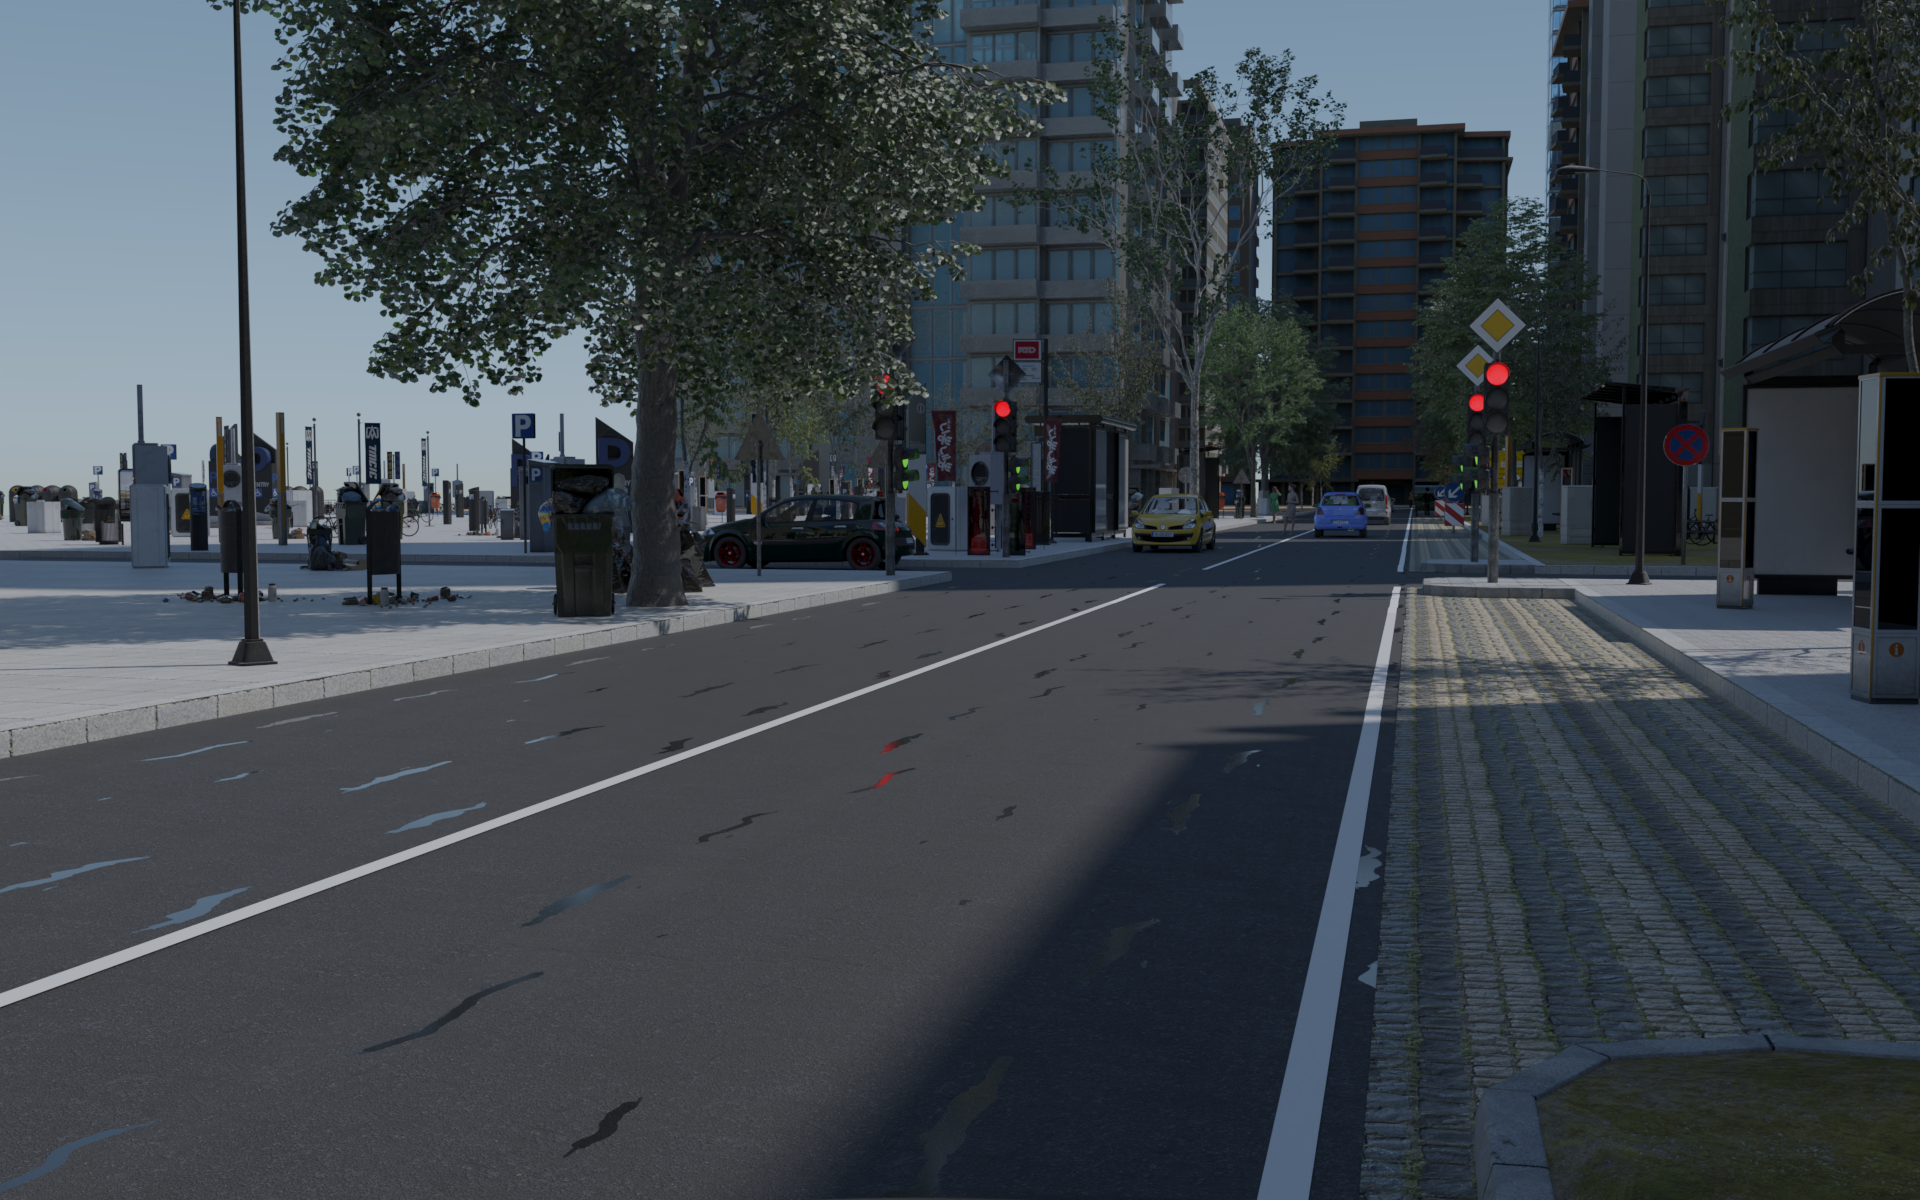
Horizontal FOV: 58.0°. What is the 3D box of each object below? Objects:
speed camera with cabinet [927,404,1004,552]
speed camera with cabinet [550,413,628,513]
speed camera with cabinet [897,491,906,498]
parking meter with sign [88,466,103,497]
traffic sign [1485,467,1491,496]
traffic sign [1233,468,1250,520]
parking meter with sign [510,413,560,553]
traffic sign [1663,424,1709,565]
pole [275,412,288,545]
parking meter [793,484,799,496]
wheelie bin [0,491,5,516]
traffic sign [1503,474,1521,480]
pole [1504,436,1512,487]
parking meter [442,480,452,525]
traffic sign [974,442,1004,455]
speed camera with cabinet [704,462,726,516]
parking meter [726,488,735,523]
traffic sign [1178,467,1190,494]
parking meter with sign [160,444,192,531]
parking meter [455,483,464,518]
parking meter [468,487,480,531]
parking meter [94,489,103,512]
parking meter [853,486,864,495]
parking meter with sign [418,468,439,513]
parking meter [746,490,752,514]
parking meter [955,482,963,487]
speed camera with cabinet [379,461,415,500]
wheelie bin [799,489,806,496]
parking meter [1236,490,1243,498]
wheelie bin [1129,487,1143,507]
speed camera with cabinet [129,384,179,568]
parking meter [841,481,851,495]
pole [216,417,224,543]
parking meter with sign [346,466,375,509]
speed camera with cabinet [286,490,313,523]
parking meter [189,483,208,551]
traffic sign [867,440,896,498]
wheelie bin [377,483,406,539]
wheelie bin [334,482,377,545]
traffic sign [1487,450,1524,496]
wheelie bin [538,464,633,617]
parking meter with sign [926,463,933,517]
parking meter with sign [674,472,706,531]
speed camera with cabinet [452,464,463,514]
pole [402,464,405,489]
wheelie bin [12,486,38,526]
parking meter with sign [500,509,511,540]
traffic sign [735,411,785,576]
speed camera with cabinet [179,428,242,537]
[{"bbox_3d":[0.146,-2.713,38.695,0.660,3.252,2.038,-3,5,-44],"label":"speed camera with cabinet"},{"bbox_3d":[-9.067,-2.935,42.321,2.038,3.252,0.660,2,4,31],"label":"speed camera with cabinet"},{"bbox_3d":[-2.508,-5.508,84.386,0.660,3.252,2.038,1,4,16],"label":"speed camera with cabinet"},{"bbox_3d":[-53.364,-6.754,106.692,0.543,3.016,1.738,0,4,-8],"label":"parking meter with sign"},{"bbox_3d":[23.687,-4.763,77.983,0.768,2.556,0.104,1,4,21],"label":"traffic sign"},{"bbox_3d":[14.117,-5.314,86.889,0.884,2.594,0.081,1,4,16],"label":"traffic sign"},{"bbox_3d":[-9.135,-2.564,38.190,0.543,3.016,1.738,1,4,19],"label":"parking meter with sign"},{"bbox_3d":[13.159,-1.916,31.433,0.768,2.556,0.104,1,4,22],"label":"traffic sign"},{"bbox_3d":[-16.928,-3.019,43.209,0.158,3.312,0.155,0,3,0],"label":"pole"},{"bbox_3d":[-9.524,-5.772,100.085,0.399,1.863,0.255,3,5,44],"label":"parking meter"},{"bbox_3d":[-55.620,-5.636,100.048,0.693,1.594,0.980,0,4,-1],"label":"wheelie bin"},{"bbox_3d":[25.416,-4.811,79.853,0.795,2.450,0.064,1,4,20],"label":"traffic sign"},{"bbox_3d":[19.278,-4.105,60.965,0.158,3.312,0.155,0,3,0],"label":"pole"},{"bbox_3d":[-21.595,-4.112,72.938,0.255,1.863,0.399,0,4,4],"label":"parking meter"},{"bbox_3d":[0.694,-2.564,42.029,0.768,2.556,0.104,1,4,18],"label":"traffic sign"},{"bbox_3d":[-14.613,-6.701,103.892,2.038,3.252,0.660,2,4,30],"label":"speed camera with cabinet"},{"bbox_3d":[-9.498,-3.875,71.768,0.372,1.533,0.369,0,3,0],"label":"parking meter"},{"bbox_3d":[10.541,-4.937,80.828,0.768,2.556,0.104,1,4,15],"label":"traffic sign"},{"bbox_3d":[-27.534,-3.980,61.342,0.543,3.016,1.738,0,4,6],"label":"parking meter with sign"},{"bbox_3d":[-27.207,-5.409,94.151,0.255,1.863,0.399,3,5,42],"label":"parking meter"},{"bbox_3d":[-16.818,-3.152,59.948,0.372,1.533,0.369,0,3,0],"label":"parking meter"},{"bbox_3d":[-40.531,-4.469,81.474,0.372,1.533,0.369,0,3,0],"label":"parking meter"},{"bbox_3d":[-3.309,-2.946,56.572,0.372,1.533,0.369,0,3,0],"label":"parking meter"},{"bbox_3d":[-35.954,-7.392,117.118,0.543,3.016,1.738,1,4,18],"label":"parking meter with sign"},{"bbox_3d":[-13.472,-6.251,110.619,0.372,1.533,0.369,0,3,0],"label":"parking meter"},{"bbox_3d":[-0.059,-5.004,87.521,0.399,1.863,0.255,3,5,41],"label":"parking meter"},{"bbox_3d":[-33.512,-6.649,103.053,2.038,3.252,0.660,-1,4,-21],"label":"speed camera with cabinet"},{"bbox_3d":[-9.379,-5.723,101.486,0.980,1.594,0.693,-2,4,-31],"label":"wheelie bin"},{"bbox_3d":[15.935,-5.523,98.704,0.372,1.533,0.369,0,3,0],"label":"parking meter"},{"bbox_3d":[7.280,-3.998,73.282,0.980,1.594,0.693,2,4,24],"label":"wheelie bin"},{"bbox_3d":[-14.370,-2.228,30.766,0.660,3.252,2.038,-1,4,-22],"label":"speed camera with cabinet"},{"bbox_3d":[-5.066,-4.346,76.771,0.399,1.863,0.255,1,4,10],"label":"parking meter"},{"bbox_3d":[-19.511,-3.171,45.691,0.158,3.312,0.155,0,3,0],"label":"pole"},{"bbox_3d":[-39.979,-7.299,115.602,1.738,3.016,0.543,0,4,7],"label":"parking meter with sign"},{"bbox_3d":[-29.585,-5.006,76.181,0.660,3.252,2.038,3,4,38],"label":"speed camera with cabinet"},{"bbox_3d":[-17.255,-1.886,39.255,0.372,1.533,0.369,0,3,0],"label":"parking meter"},{"bbox_3d":[-1.494,-2.157,35.270,0.884,2.594,0.081,1,4,19],"label":"traffic sign"},{"bbox_3d":[-16.063,-2.506,48.883,0.693,1.594,0.980,1,4,18],"label":"wheelie bin"},{"bbox_3d":[-15.371,-2.191,43.732,0.980,1.594,0.693,3,5,44],"label":"wheelie bin"},{"bbox_3d":[25.413,-5.286,80.298,2.265,3.308,0.079,1,4,21],"label":"traffic sign"},{"bbox_3d":[-3.939,-0.633,18.254,0.980,1.594,0.693,-1,4,-13],"label":"wheelie bin"},{"bbox_3d":[-1.850,-6.189,97.450,0.543,3.016,1.738,-1,4,-16],"label":"parking meter with sign"},{"bbox_3d":[-9.582,-3.894,59.922,1.738,3.016,0.543,2,4,27],"label":"parking meter with sign"},{"bbox_3d":[-32.187,-7.284,113.429,2.038,3.252,0.660,-1,4,-16],"label":"speed camera with cabinet"},{"bbox_3d":[-37.401,-7.502,116.501,0.158,3.312,0.155,0,3,0],"label":"pole"},{"bbox_3d":[-37.356,-3.755,69.303,0.693,1.594,0.980,1,4,16],"label":"wheelie bin"},{"bbox_3d":[-12.000,-3.198,48.548,1.738,3.016,0.543,0,4,-6],"label":"parking meter with sign"},{"bbox_3d":[-3.140,-1.652,27.018,0.884,2.594,0.081,2,4,23],"label":"traffic sign"},{"bbox_3d":[-22.526,-3.521,51.908,2.038,3.252,0.660,-1,4,-13],"label":"speed camera with cabinet"}]
